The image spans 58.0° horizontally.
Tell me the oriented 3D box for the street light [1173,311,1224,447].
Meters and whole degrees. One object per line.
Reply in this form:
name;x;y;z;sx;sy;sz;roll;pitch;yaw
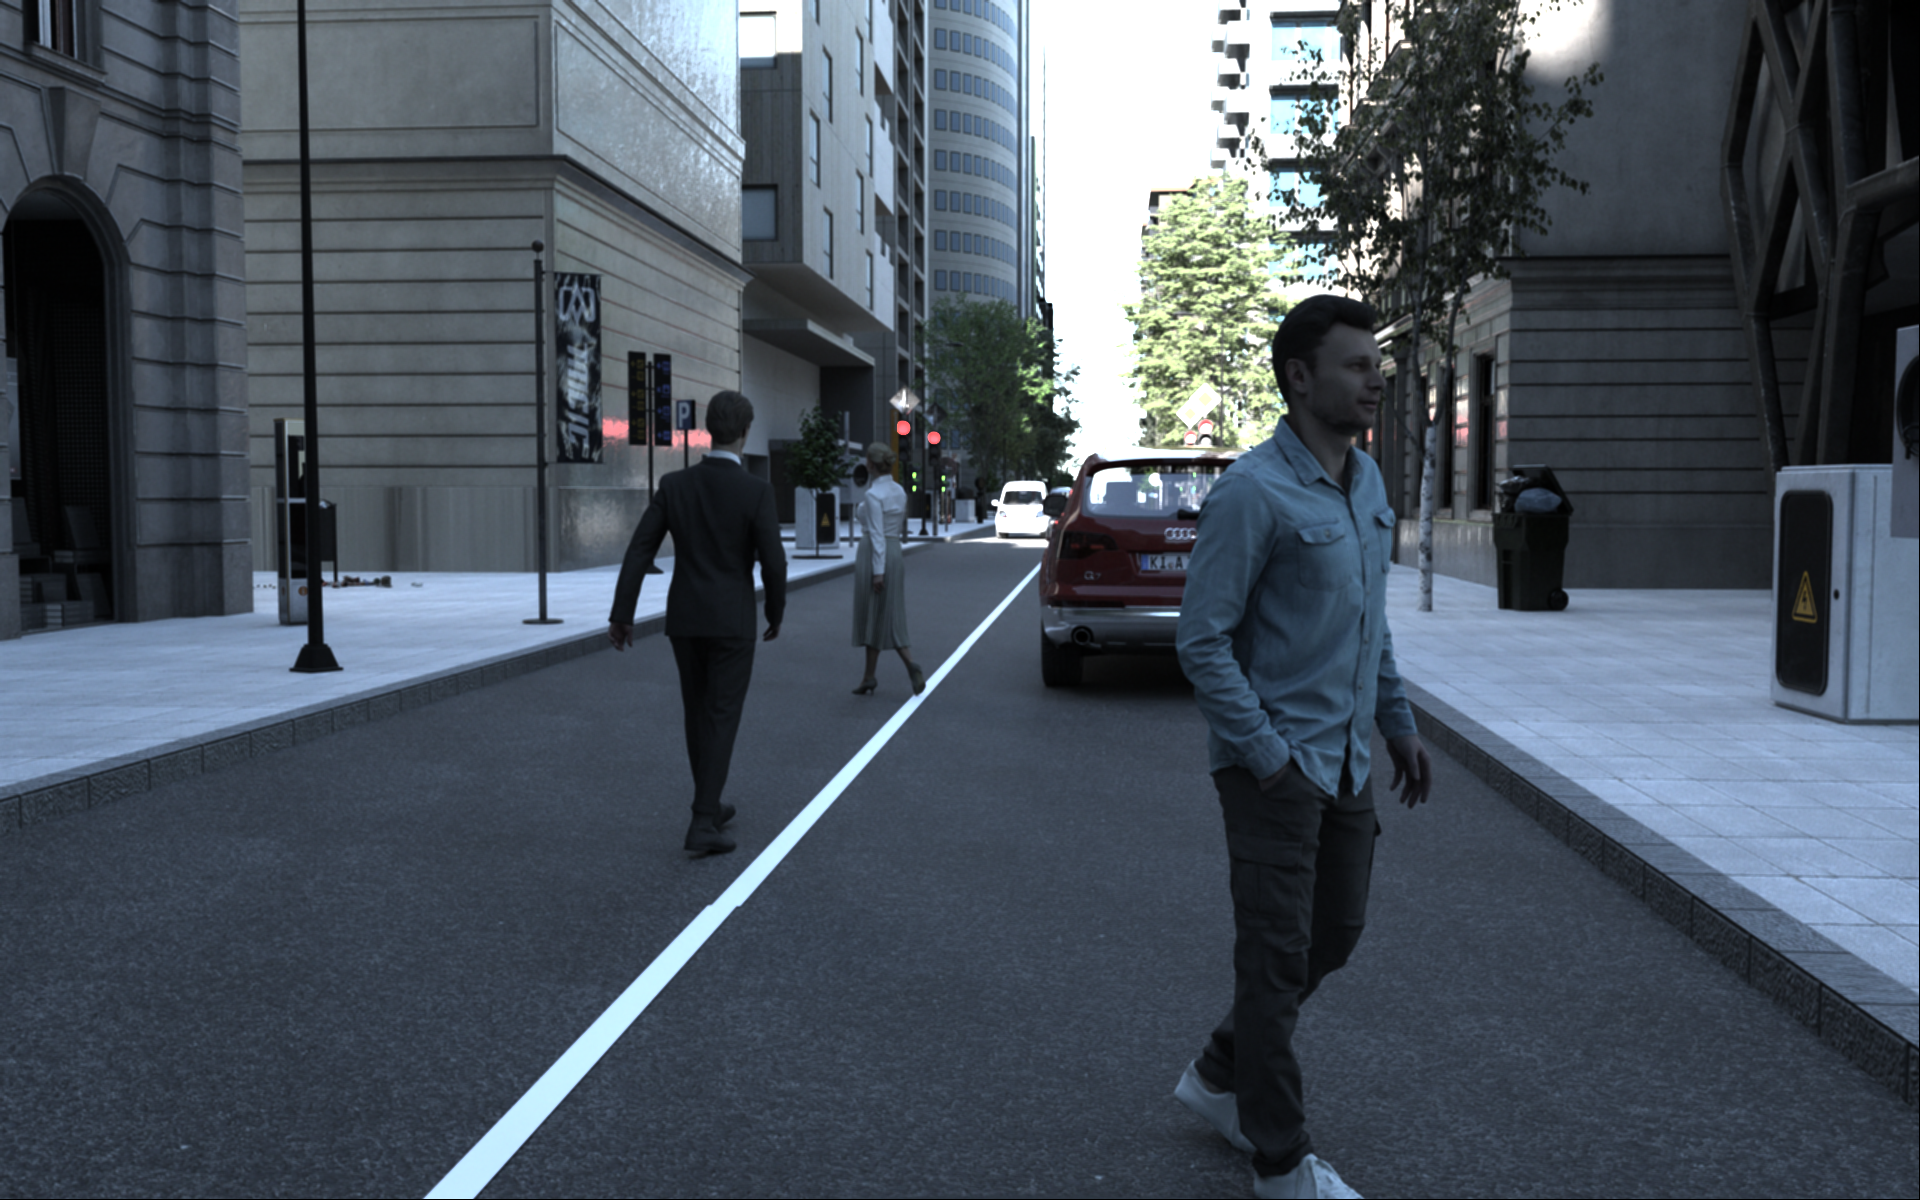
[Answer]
street light;6.122;-4.381;44.169;1.470;5.913;1.316;0;4;5

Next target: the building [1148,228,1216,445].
building;28.525;-25.730;192.393;14.160;30.474;14.107;0;4;5

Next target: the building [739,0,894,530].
building;-17.258;-29.291;68.148;28.713;52.752;27.495;0;4;5

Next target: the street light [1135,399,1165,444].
street light;9.440;-6.852;84.577;1.470;5.913;1.316;0;4;5

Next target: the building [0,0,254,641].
building;-14.488;-10.114;7.164;13.314;21.916;24.055;0;4;5

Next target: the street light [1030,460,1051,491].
street light;5.816;-9.583;129.221;1.470;5.913;1.316;0;4;5

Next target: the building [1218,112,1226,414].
building;34.286;-27.558;142.450;32.217;40.220;23.993;0;4;5

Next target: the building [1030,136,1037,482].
building;1.186;-31.130;192.562;14.154;41.232;14.086;0;4;5

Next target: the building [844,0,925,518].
building;-10.513;-40.611;102.241;20.563;71.187;20.611;0;4;5

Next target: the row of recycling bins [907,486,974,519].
row of recycling bins;-1.033;-5.152;91.354;3.534;1.692;1.069;0;4;-6

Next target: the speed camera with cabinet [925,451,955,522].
speed camera with cabinet;-0.970;-5.213;79.569;0.660;3.252;2.038;-2;4;-30

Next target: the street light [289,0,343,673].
street light;-4.137;-2.435;12.348;1.470;5.913;1.316;0;4;5

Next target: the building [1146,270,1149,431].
building;30.709;-27.408;219.814;14.160;30.474;14.107;0;4;5

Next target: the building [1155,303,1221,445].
building;33.537;-19.918;170.703;27.650;21.520;28.899;0;4;5

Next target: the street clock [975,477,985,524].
street clock;0.877;-4.339;75.508;0.358;2.002;0.471;3;5;41

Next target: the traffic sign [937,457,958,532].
traffic sign;-0.466;-3.614;59.203;0.768;2.556;0.104;1;4;10

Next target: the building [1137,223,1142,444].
building;38.962;-37.645;270.111;22.147;44.769;28.867;0;4;5

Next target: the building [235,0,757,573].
building;-20.098;-12.396;35.960;30.059;22.955;16.112;0;4;5

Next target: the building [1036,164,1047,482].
building;-0.593;-37.265;228.885;23.786;49.044;30.456;0;4;5

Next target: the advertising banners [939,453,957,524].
advertising banners;-0.502;-4.754;73.911;0.090;3.025;2.074;1;4;21

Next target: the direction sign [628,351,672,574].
direction sign;-4.975;-2.193;27.860;0.379;3.537;0.876;3;4;39

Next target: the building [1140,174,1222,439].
building;36.982;-35.849;240.759;22.147;44.769;28.867;0;4;5

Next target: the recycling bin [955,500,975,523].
recycling bin;0.223;-4.011;78.141;0.722;1.027;0.722;1;4;23

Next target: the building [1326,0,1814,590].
building;12.762;-10.212;31.595;10.561;19.102;19.286;0;4;5

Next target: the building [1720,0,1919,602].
building;15.598;-8.920;13.287;16.820;18.784;16.811;0;4;5

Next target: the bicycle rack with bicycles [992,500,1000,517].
bicycle rack with bicycles;1.502;-5.237;99.002;2.852;0.926;2.925;1;4;15

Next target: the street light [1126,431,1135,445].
street light;13.139;-9.448;127.018;1.470;5.913;1.316;0;4;5

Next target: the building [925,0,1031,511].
building;-4.140;-38.458;170.791;21.231;58.520;28.212;0;4;5

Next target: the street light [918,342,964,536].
street light;-0.581;-4.935;53.229;1.470;5.913;1.316;0;4;5

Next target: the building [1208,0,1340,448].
building;25.535;-29.156;96.311;23.786;49.044;30.456;0;4;5

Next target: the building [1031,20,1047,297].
building;5.135;-50.755;268.098;20.563;71.187;20.611;0;4;5

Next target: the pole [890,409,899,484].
pole;-1.575;-2.931;41.763;0.158;3.312;0.155;0;3;0

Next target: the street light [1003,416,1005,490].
street light;2.989;-7.537;95.778;1.470;5.913;1.316;0;4;5

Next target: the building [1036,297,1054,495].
building;6.405;-29.326;251.180;14.160;30.474;14.107;0;4;5

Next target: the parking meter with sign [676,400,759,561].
parking meter with sign;-4.453;-2.231;32.745;1.738;3.016;0.543;-3;5;-40
